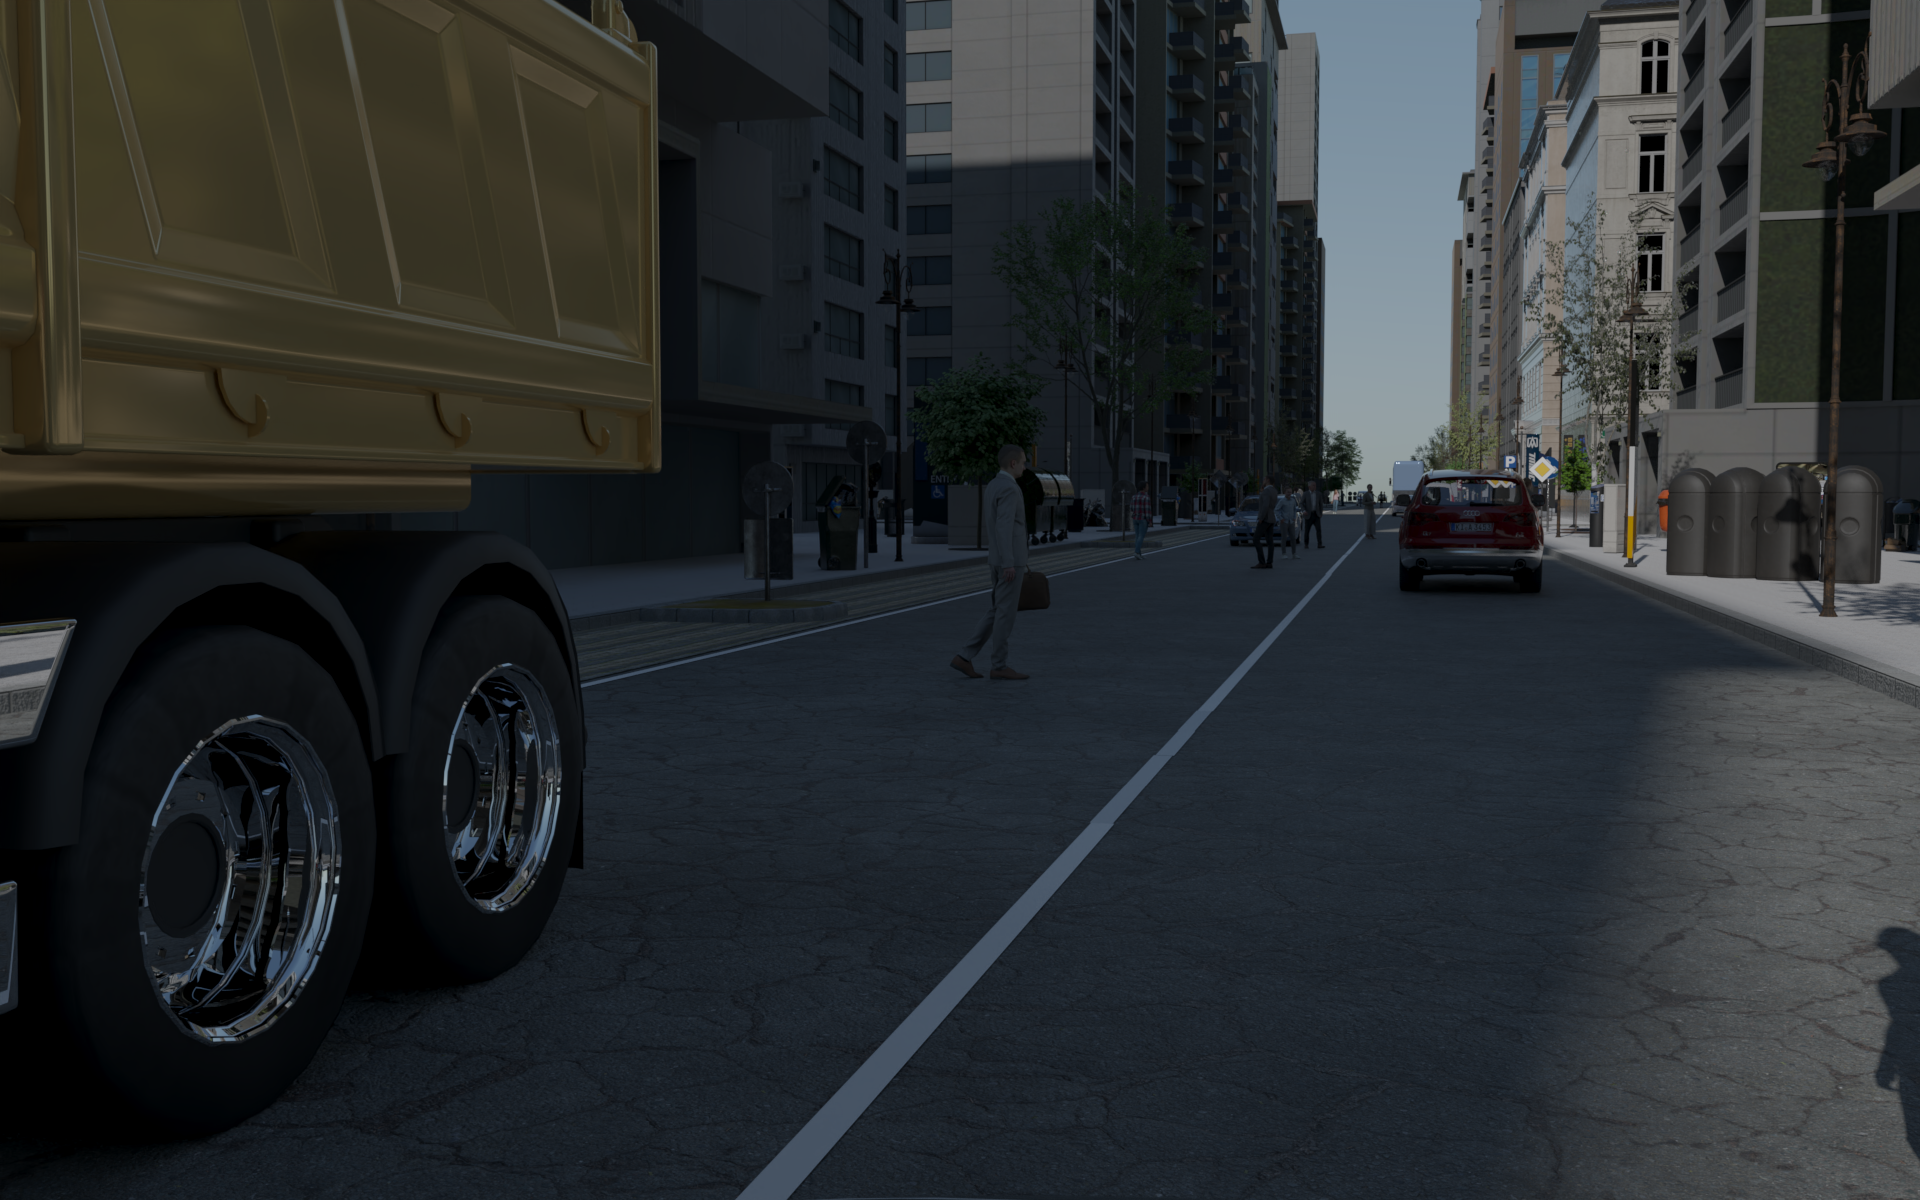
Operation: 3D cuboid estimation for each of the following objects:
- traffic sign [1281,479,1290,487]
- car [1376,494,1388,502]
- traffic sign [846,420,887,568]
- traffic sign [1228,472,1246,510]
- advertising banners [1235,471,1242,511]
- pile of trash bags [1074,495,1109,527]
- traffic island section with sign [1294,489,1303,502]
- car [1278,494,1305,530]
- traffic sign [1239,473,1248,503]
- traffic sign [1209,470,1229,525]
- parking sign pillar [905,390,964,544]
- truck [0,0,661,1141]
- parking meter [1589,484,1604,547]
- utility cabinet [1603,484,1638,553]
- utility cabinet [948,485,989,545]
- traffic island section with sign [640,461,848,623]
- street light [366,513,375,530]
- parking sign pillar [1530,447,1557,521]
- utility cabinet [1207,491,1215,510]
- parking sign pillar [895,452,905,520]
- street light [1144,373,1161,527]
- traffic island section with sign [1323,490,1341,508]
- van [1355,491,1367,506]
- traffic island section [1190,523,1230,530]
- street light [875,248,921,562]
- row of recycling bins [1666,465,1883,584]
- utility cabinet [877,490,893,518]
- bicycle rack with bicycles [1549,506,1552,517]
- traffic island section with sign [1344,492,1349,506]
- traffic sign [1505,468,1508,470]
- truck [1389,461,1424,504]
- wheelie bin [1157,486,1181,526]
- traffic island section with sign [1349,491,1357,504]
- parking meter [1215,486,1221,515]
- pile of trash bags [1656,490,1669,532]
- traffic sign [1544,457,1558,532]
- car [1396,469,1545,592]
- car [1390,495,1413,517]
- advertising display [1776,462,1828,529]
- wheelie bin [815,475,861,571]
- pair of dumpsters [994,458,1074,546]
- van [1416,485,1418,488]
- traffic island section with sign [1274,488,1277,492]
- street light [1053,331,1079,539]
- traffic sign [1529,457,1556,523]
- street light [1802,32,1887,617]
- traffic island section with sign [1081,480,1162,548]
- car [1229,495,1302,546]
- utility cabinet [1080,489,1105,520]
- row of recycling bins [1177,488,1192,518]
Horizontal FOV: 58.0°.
[{"bbox_3d":[26.827,-8.726,142.779,0.768,2.556,0.104,1,4,21],"label":"traffic sign"},{"bbox_3d":[73.756,-17.880,302.563,2.015,1.641,3.980,1,4,13],"label":"car"},{"bbox_3d":[-1.630,-1.826,29.959,0.768,2.556,0.104,1,4,19],"label":"traffic sign"},{"bbox_3d":[12.549,-4.578,78.488,0.795,2.450,0.064,1,4,14],"label":"traffic sign"},{"bbox_3d":[21.142,-8.258,131.200,0.090,3.025,2.074,1,4,23],"label":"advertising banners"},{"bbox_3d":[4.644,-3.618,68.906,1.912,1.369,3.447,-1,4,-10],"label":"pile of trash bags"},{"bbox_3d":[24.859,-7.232,126.874,1.989,1.847,2.006,1,4,14],"label":"traffic island section with sign"},{"bbox_3d":[12.579,-3.565,68.069,2.009,1.686,4.222,1,4,13],"label":"car"},{"bbox_3d":[16.673,-6.265,102.537,0.768,2.556,0.104,1,4,15],"label":"traffic sign"},{"bbox_3d":[10.575,-4.104,70.750,0.795,2.450,0.064,1,4,14],"label":"traffic sign"},{"bbox_3d":[-0.559,-3.447,44.828,1.447,3.967,1.447,0,4,5],"label":"parking sign pillar"},{"bbox_3d":[-3.324,-0.361,1.819,3.469,3.379,9.791,1,4,12],"label":"truck"},{"bbox_3d":[15.408,-2.044,41.831,0.372,1.533,0.369,0,3,0],"label":"parking meter"},{"bbox_3d":[14.442,-1.783,37.831,0.318,1.500,1.173,3,5,42],"label":"utility cabinet"},{"bbox_3d":[0.306,-2.087,42.794,1.173,1.500,0.318,0,4,7],"label":"utility cabinet"},{"bbox_3d":[-2.389,-0.698,20.044,1.989,1.847,2.006,1,4,14],"label":"traffic island section with sign"},{"bbox_3d":[-5.500,-2.645,16.040,0.468,5.910,1.993,1,4,14],"label":"street light"},{"bbox_3d":[27.261,-5.712,81.858,1.447,3.967,1.447,-3,5,-41],"label":"parking sign pillar"},{"bbox_3d":[17.097,-6.683,117.946,1.173,1.500,0.318,-1,4,-9],"label":"utility cabinet"},{"bbox_3d":[-2.437,-5.881,84.632,1.447,3.967,1.447,3,5,43],"label":"parking sign pillar"},{"bbox_3d":[7.367,-5.728,66.444,0.468,5.910,1.993,1,4,14],"label":"street light"},{"bbox_3d":[37.170,-10.185,175.148,1.989,1.847,2.006,1,4,14],"label":"traffic island section with sign"},{"bbox_3d":[49.215,-12.499,211.365,2.013,2.044,4.112,1,4,13],"label":"van"},{"bbox_3d":[10.551,-2.969,70.818,2.009,0.180,2.903,1,4,14],"label":"traffic island section"},{"bbox_3d":[-1.162,-3.670,32.796,0.468,5.910,1.993,1,4,14],"label":"street light"},{"bbox_3d":[12.212,-1.166,26.171,1.069,1.692,3.534,-2,4,-28],"label":"row of recycling bins"},{"bbox_3d":[-4.047,-5.029,90.902,1.173,1.500,0.318,-2,4,-25],"label":"utility cabinet"},{"bbox_3d":[31.234,-5.038,95.748,2.925,0.926,2.852,-1,4,-11],"label":"bicycle rack with bicycles"},{"bbox_3d":[43.916,-11.805,201.632,1.989,1.847,2.006,1,4,14],"label":"traffic island section with sign"},{"bbox_3d":[21.419,-3.935,67.974,0.795,2.450,0.064,1,4,14],"label":"traffic sign"},{"bbox_3d":[35.064,-8.871,134.800,2.967,4.110,18.799,1,4,13],"label":"truck"},{"bbox_3d":[8.418,-3.781,69.735,0.980,1.594,0.693,1,4,17],"label":"wheelie bin"},{"bbox_3d":[57.392,-15.036,254.459,1.989,1.847,2.006,1,4,14],"label":"traffic island section with sign"},{"bbox_3d":[15.918,-6.191,106.926,0.399,1.863,0.255,0,4,6],"label":"parking meter"},{"bbox_3d":[16.895,-1.755,38.454,3.447,1.369,1.912,-1,4,-22],"label":"pile of trash bags"},{"bbox_3d":[20.014,-3.597,58.920,0.768,2.556,0.104,1,4,19],"label":"traffic sign"},{"bbox_3d":[7.930,-1.117,26.944,2.281,1.827,5.304,1,4,16],"label":"car"},{"bbox_3d":[28.835,-6.080,111.776,2.083,1.381,4.827,1,4,13],"label":"car"},{"bbox_3d":[16.937,-1.814,34.870,0.974,1.923,0.123,2,4,26],"label":"advertising display"},{"bbox_3d":[-2.050,-1.308,29.296,0.693,1.594,0.980,-1,4,-19],"label":"wheelie bin"},{"bbox_3d":[1.835,-2.602,45.034,1.574,2.255,4.437,1,4,14],"label":"pair of dumpsters"},{"bbox_3d":[18.234,-3.653,66.741,2.013,2.044,4.112,1,4,14],"label":"van"},{"bbox_3d":[18.106,-5.613,100.406,1.989,1.847,2.006,1,4,14],"label":"traffic island section with sign"},{"bbox_3d":[3.012,-4.681,49.330,0.468,5.910,1.993,1,4,14],"label":"street light"},{"bbox_3d":[17.968,-3.199,53.486,0.795,2.450,0.064,1,4,19],"label":"traffic sign"},{"bbox_3d":[9.088,-2.762,17.948,0.468,5.910,1.993,1,4,14],"label":"street light"},{"bbox_3d":[4.408,-2.327,46.672,1.989,1.847,2.006,1,4,14],"label":"traffic island section with sign"},{"bbox_3d":[8.686,-2.265,49.038,2.014,1.417,4.499,1,4,15],"label":"car"},{"bbox_3d":[6.410,-4.595,83.808,1.173,1.500,0.318,-2,4,-24],"label":"utility cabinet"},{"bbox_3d":[11.827,-5.249,92.933,1.069,1.692,3.534,0,4,-5],"label":"row of recycling bins"}]
